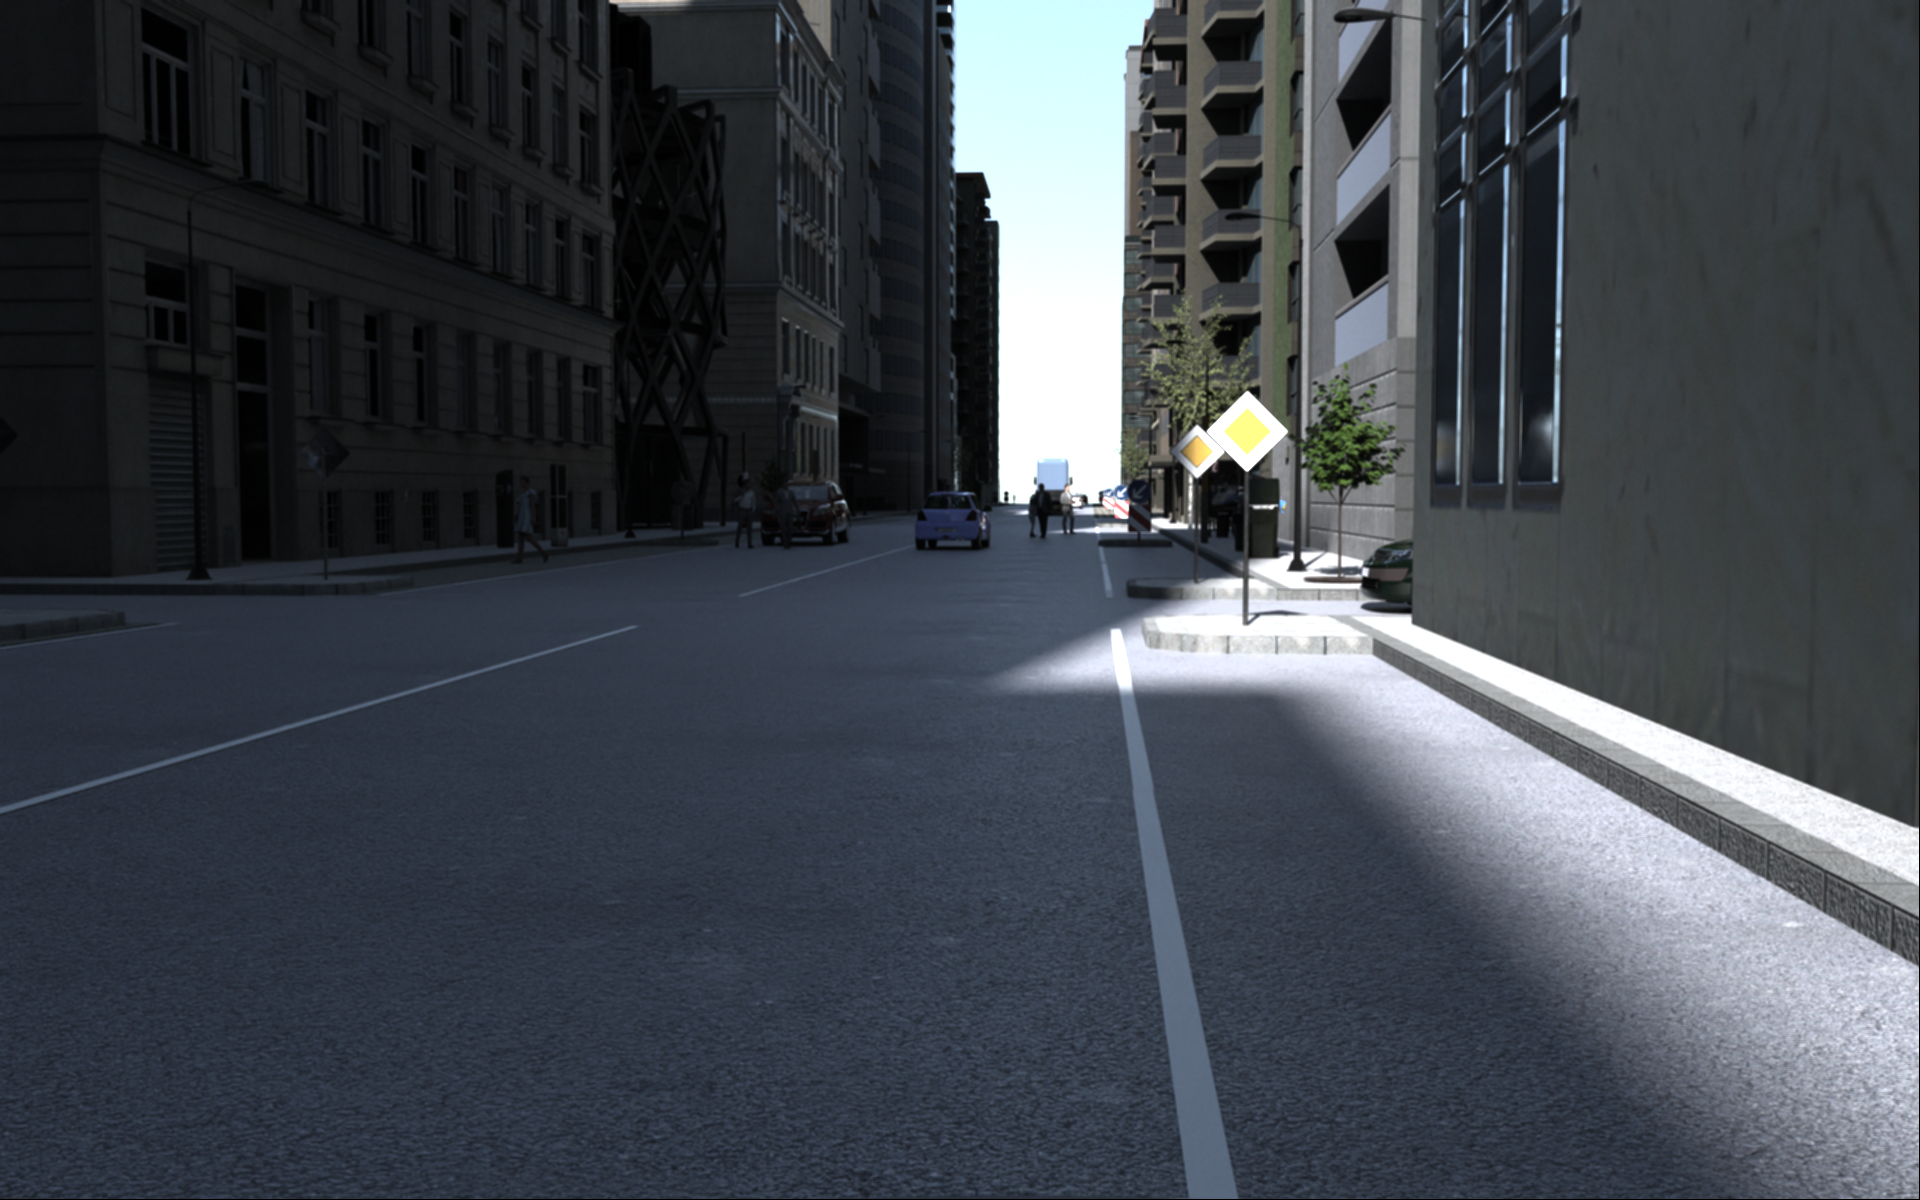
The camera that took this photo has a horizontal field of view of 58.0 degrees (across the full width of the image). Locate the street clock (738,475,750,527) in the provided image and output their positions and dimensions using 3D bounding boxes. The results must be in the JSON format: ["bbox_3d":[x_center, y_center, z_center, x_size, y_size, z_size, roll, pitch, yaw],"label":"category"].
[{"bbox_3d":[-8.204,-3.740,65.726,0.471,2.002,0.358,3,5,43],"label":"street clock"}]

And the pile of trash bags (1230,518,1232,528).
[{"bbox_3d":[11.182,-3.448,66.127,1.912,1.369,3.447,-1,4,-12],"label":"pile of trash bags"}]

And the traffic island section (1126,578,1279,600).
[{"bbox_3d":[3.413,-0.160,24.896,2.009,0.180,2.903,0,4,4],"label":"traffic island section"}]

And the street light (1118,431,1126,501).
[{"bbox_3d":[12.653,-9.524,128.257,1.470,5.913,1.316,0,4,4],"label":"street light"}]

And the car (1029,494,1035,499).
[{"bbox_3d":[9.636,-12.631,215.561,2.155,1.783,4.494,0,4,4],"label":"car"}]

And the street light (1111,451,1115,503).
[{"bbox_3d":[16.321,-12.441,175.945,1.470,5.913,1.316,0,4,4],"label":"street light"}]

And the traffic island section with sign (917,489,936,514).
[{"bbox_3d":[-2.029,-7.080,124.382,1.989,1.847,2.006,0,4,4],"label":"traffic island section with sign"}]

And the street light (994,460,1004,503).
[{"bbox_3d":[4.766,-15.927,232.941,1.470,5.913,1.316,0,4,4],"label":"street light"}]

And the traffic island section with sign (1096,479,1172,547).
[{"bbox_3d":[4.817,-2.393,47.746,1.989,1.847,2.006,0,4,4],"label":"traffic island section with sign"}]

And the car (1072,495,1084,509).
[{"bbox_3d":[11.008,-9.556,168.609,2.083,1.381,4.827,0,4,5],"label":"car"}]

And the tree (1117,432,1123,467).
[{"bbox_3d":[18.408,-14.243,183.230,4.737,8.622,4.395,0,3,0],"label":"tree"}]

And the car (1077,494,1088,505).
[{"bbox_3d":[16.719,-14.066,239.021,2.155,1.783,4.494,0,4,2],"label":"car"}]

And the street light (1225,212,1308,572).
[{"bbox_3d":[5.067,-3.433,28.672,1.470,5.913,1.316,0,4,4],"label":"street light"}]

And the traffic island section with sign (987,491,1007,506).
[{"bbox_3d":[4.299,-12.185,207.844,1.989,1.847,2.006,0,4,4],"label":"traffic island section with sign"}]

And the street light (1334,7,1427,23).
[{"bbox_3d":[4.270,-2.699,16.675,1.470,5.913,1.316,0,4,4],"label":"street light"}]

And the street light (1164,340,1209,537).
[{"bbox_3d":[6.902,-4.877,52.275,1.470,5.913,1.316,0,4,4],"label":"street light"}]

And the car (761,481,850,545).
[{"bbox_3d":[-4.421,-2.530,50.036,2.281,1.827,5.304,0,4,3],"label":"car"}]

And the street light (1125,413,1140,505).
[{"bbox_3d":[10.418,-7.765,99.492,1.470,5.913,1.316,0,4,4],"label":"street light"}]

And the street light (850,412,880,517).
[{"bbox_3d":[-5.478,-7.654,97.681,1.470,5.913,1.316,0,4,4],"label":"street light"}]

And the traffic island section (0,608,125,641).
[{"bbox_3d":[-10.095,0.267,17.913,2.009,0.180,2.903,0,4,4],"label":"traffic island section"}]

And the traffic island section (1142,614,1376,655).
[{"bbox_3d":[2.809,0.327,16.934,2.009,0.180,2.903,0,4,4],"label":"traffic island section"}]

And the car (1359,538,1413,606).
[{"bbox_3d":[7.005,-0.683,20.959,4.222,1.686,2.009,0,4,4],"label":"car"}]

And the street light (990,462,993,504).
[{"bbox_3d":[2.867,-14.440,208.635,1.470,5.913,1.316,0,4,4],"label":"street light"}]

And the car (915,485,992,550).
[{"bbox_3d":[-0.156,-2.220,45.896,1.945,1.707,3.694,0,4,6],"label":"car"}]

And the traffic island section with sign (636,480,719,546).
[{"bbox_3d":[-7.798,-2.420,48.189,1.989,1.847,2.006,0,4,4],"label":"traffic island section with sign"}]

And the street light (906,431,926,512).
[{"bbox_3d":[-3.213,-9.431,126.744,1.470,5.913,1.316,0,4,4],"label":"street light"}]

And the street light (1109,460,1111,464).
[{"bbox_3d":[17.159,-13.154,187.609,1.470,5.913,1.316,0,4,4],"label":"street light"}]

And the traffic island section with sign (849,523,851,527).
[{"bbox_3d":[-5.764,-4.064,75.068,1.989,1.847,2.006,0,4,4],"label":"traffic island section with sign"}]

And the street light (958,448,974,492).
[{"bbox_3d":[0.409,-12.320,173.978,1.470,5.913,1.316,0,4,4],"label":"street light"}]

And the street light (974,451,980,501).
[{"bbox_3d":[1.128,-12.996,185.025,1.470,5.913,1.316,0,4,4],"label":"street light"}]

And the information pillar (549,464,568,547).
[{"bbox_3d":[-9.772,-2.306,42.191,0.304,2.012,0.304,3,5,43],"label":"information pillar"}]

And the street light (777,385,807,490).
[{"bbox_3d":[-7.235,-6.209,74.051,1.470,5.913,1.316,0,4,4],"label":"street light"}]

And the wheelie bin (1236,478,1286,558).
[{"bbox_3d":[6.036,-1.643,34.764,0.980,1.594,0.693,0,4,7],"label":"wheelie bin"}]

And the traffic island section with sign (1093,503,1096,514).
[{"bbox_3d":[6.857,-4.037,74.634,1.989,1.847,2.006,0,4,4],"label":"traffic island section with sign"}]

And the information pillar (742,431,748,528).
[{"bbox_3d":[-8.056,-4.506,65.022,0.183,3.616,0.504,1,4,8],"label":"information pillar"}]

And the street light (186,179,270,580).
[{"bbox_3d":[-10.885,-3.256,25.772,1.470,5.913,1.316,0,4,4],"label":"street light"}]

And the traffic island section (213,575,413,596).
[{"bbox_3d":[-9.491,-0.220,25.876,2.009,0.180,2.903,0,4,4],"label":"traffic island section"}]

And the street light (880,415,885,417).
[{"bbox_3d":[-5.108,-7.946,102.461,1.470,5.913,1.316,0,4,4],"label":"street light"}]

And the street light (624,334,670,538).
[{"bbox_3d":[-9.113,-4.765,50.452,1.470,5.913,1.316,0,4,4],"label":"street light"}]

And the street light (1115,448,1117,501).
[{"bbox_3d":[14.596,-10.986,152.160,1.470,5.913,1.316,0,4,4],"label":"street light"}]

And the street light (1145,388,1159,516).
[{"bbox_3d":[8.813,-6.320,75.872,1.470,5.913,1.316,0,4,4],"label":"street light"}]

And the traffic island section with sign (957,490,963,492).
[{"bbox_3d":[0.048,-8.762,151.878,1.989,1.847,2.006,0,4,4],"label":"traffic island section with sign"}]

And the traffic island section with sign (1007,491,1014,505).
[{"bbox_3d":[6.350,-13.836,234.840,1.989,1.847,2.006,0,4,4],"label":"traffic island section with sign"}]

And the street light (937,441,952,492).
[{"bbox_3d":[-1.406,-10.875,150.349,1.470,5.913,1.316,0,4,4],"label":"street light"}]
